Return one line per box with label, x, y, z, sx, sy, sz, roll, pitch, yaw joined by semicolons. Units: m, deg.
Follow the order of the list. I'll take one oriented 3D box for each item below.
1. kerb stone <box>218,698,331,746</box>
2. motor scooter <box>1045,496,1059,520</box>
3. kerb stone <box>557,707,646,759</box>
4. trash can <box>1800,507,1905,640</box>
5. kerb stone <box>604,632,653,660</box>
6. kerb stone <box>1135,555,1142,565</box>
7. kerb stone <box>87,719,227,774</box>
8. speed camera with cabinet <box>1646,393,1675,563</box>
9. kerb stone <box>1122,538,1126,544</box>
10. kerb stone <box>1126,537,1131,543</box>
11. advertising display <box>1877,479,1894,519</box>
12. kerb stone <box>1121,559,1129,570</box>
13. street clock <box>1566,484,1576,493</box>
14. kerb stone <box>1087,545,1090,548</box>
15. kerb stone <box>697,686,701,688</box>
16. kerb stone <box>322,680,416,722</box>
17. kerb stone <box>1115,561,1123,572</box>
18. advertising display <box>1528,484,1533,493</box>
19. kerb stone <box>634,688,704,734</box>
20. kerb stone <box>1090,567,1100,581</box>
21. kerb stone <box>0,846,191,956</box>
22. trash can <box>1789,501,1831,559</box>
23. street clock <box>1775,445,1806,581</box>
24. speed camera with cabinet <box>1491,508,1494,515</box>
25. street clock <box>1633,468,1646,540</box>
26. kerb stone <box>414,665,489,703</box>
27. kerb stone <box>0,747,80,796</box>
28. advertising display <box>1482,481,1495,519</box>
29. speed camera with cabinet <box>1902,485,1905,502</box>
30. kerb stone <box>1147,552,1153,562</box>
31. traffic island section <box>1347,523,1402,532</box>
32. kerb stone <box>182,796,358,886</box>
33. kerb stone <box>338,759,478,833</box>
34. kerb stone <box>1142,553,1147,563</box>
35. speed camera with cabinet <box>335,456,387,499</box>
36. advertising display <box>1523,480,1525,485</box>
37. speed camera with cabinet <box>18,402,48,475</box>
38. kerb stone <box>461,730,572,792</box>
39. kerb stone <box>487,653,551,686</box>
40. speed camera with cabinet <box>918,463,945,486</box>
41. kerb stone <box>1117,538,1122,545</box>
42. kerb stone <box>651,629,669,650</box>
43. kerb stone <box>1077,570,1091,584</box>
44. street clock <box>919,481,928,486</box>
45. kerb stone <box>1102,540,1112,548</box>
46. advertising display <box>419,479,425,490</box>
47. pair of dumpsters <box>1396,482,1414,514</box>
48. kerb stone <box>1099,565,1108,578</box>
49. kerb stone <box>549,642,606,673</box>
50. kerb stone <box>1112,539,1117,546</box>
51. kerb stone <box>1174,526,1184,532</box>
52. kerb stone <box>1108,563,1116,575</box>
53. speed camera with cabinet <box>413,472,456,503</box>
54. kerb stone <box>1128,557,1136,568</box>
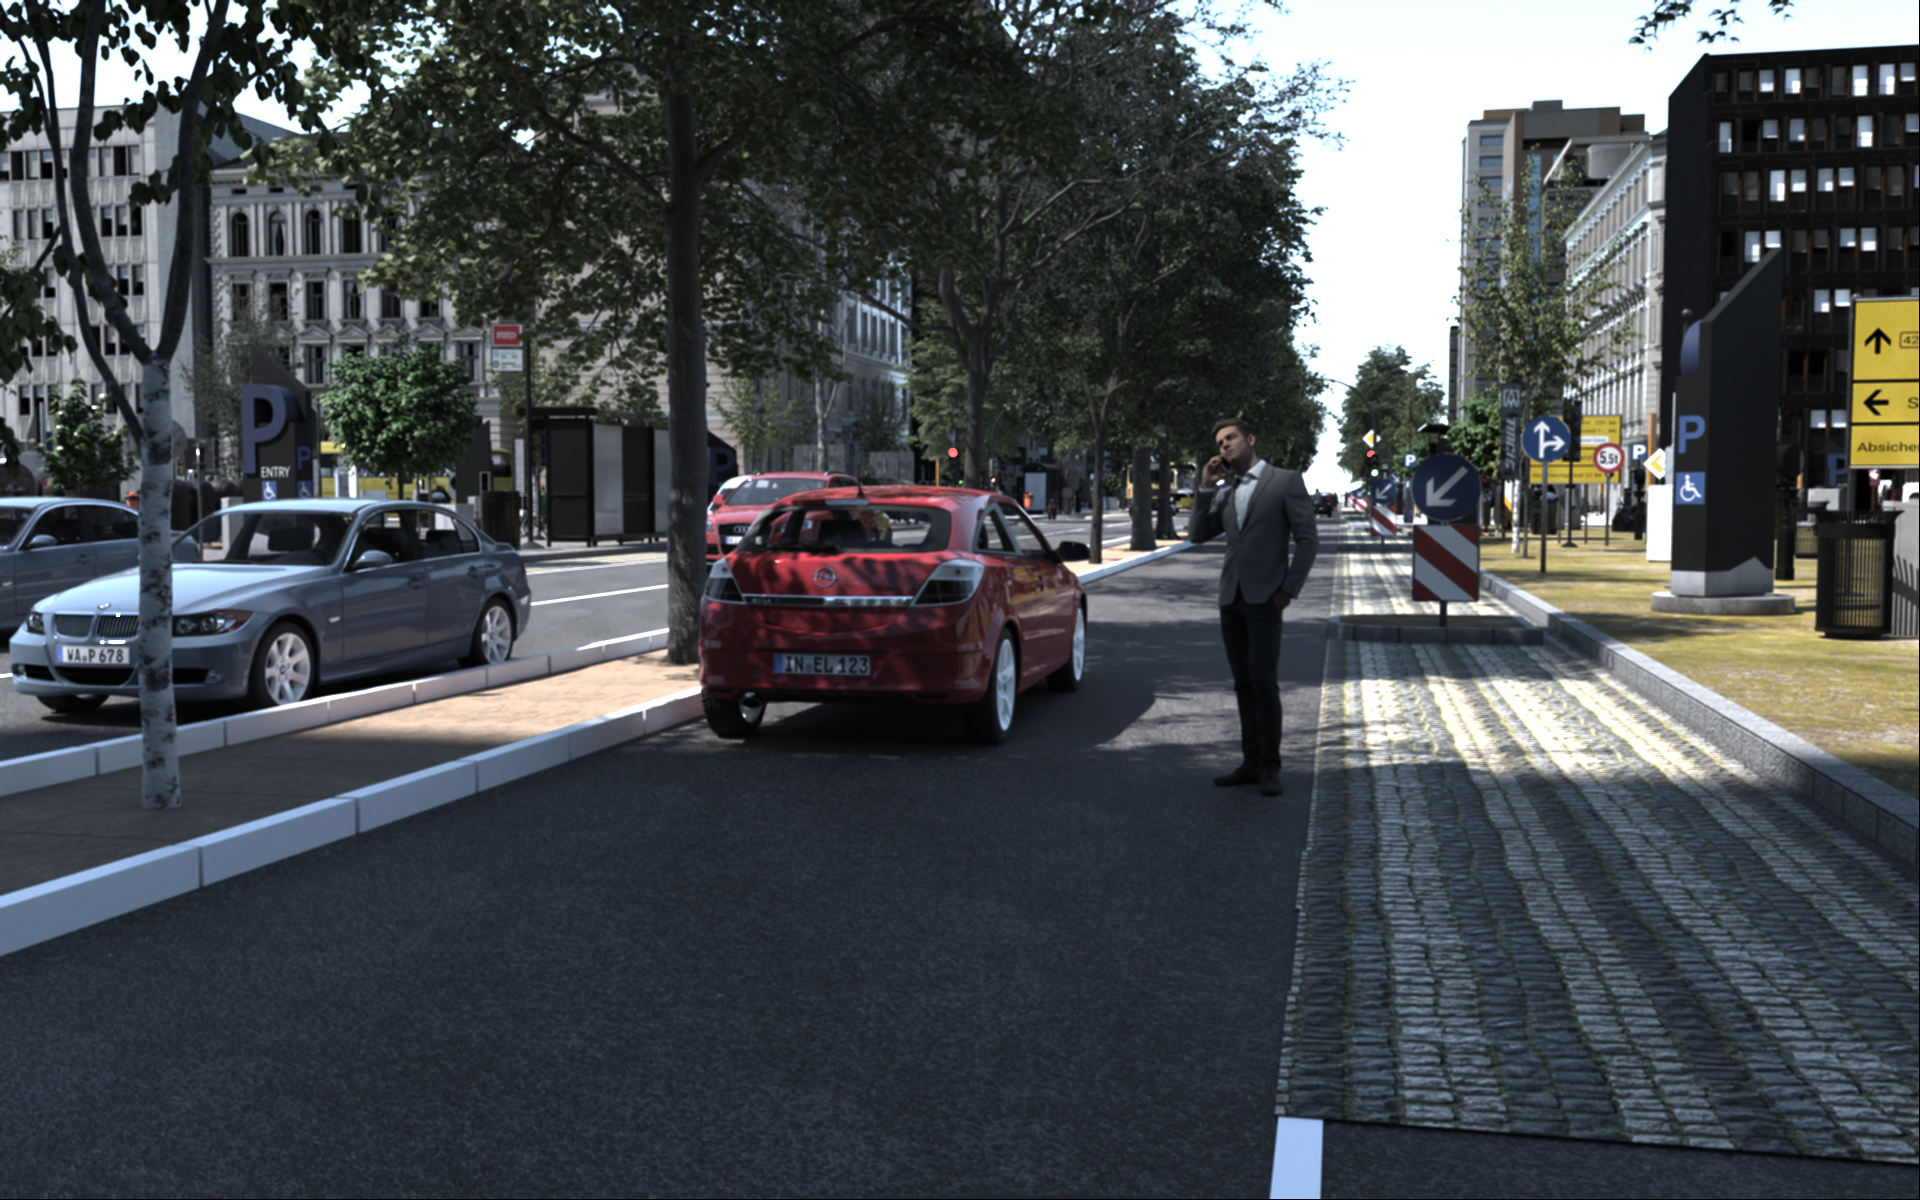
kerb stone;-4.093;0.728;10.288;0.120;0.150;1.000;1;4;12
motor scooter;5.148;-5.107;96.273;0.815;1.314;1.986;1;4;12
kerb stone;-2.049;0.757;9.825;0.120;0.150;1.000;1;4;12
trash can;7.941;-0.227;15.369;0.748;1.137;0.748;0;3;0
kerb stone;-2.986;0.423;15.279;0.120;0.150;1.000;1;4;12
kerb stone;3.491;-0.773;34.840;0.120;0.150;1.000;1;4;12
kerb stone;-4.317;0.789;9.290;0.120;0.150;1.000;1;4;12
speed camera with cabinet;13.712;-2.374;33.155;0.660;3.252;2.038;2;4;34
kerb stone;4.545;-1.659;49.315;0.120;0.150;1.000;1;4;12
kerb stone;4.777;-1.719;50.319;0.120;0.150;1.000;1;4;12
advertising display;40.143;-4.276;75.130;0.123;1.923;0.974;0;4;-5
kerb stone;3.043;-0.651;32.844;0.120;0.150;1.000;1;4;12
street clock;28.207;-4.616;80.043;0.471;2.002;0.358;0;4;-4
kerb stone;3.443;-1.352;44.308;0.120;0.150;1.000;1;4;12
kerb stone;-1.608;0.634;11.823;0.120;0.150;1.000;1;4;12
kerb stone;-3.881;0.667;11.288;0.120;0.150;1.000;1;4;12
kerb stone;2.828;-0.585;31.841;0.120;0.150;1.000;1;4;12
advertising display;35.830;-6.397;109.799;0.974;1.923;0.123;-1;4;-11
kerb stone;-1.826;0.696;10.824;0.120;0.150;1.000;1;4;12
kerb stone;2.161;-0.406;28.834;0.120;0.150;1.000;1;4;12
kerb stone;-2.935;1.001;5.824;0.120;0.150;1.000;1;4;12
trash can;16.881;-1.394;34.447;0.748;1.137;0.748;0;3;0
street clock;12.257;-1.292;25.688;0.471;2.002;0.358;-1;4;-23
speed camera with cabinet;30.076;-6.352;98.185;2.038;3.252;0.660;0;4;-6
street clock;18.947;-2.675;48.310;0.358;2.002;0.471;1;4;11
kerb stone;-3.656;0.607;12.286;0.120;0.150;1.000;1;4;12
kerb stone;-4.544;0.850;8.293;0.120;0.150;1.000;1;4;12
advertising display;26.886;-5.080;88.271;0.123;1.923;0.974;-2;4;-27
speed camera with cabinet;14.642;-1.871;24.926;0.660;3.252;2.038;-1;4;-21
kerb stone;3.939;-0.895;36.834;0.120;0.150;1.000;1;4;12
traffic island section;16.203;-2.782;67.759;2.009;0.180;2.903;1;4;12
kerb stone;-2.714;0.944;6.823;0.120;0.150;1.000;1;4;12
kerb stone;-2.487;0.879;7.819;0.120;0.150;1.000;1;4;12
kerb stone;3.712;-0.833;35.838;0.120;0.150;1.000;1;4;12
speed camera with cabinet;-25.715;-4.894;74.355;2.038;3.252;0.660;-2;4;-34
advertising display;25.380;-4.478;78.432;0.123;1.923;0.974;2;4;30
speed camera with cabinet;-20.068;-2.672;38.031;0.660;3.252;2.038;-1;4;-11
kerb stone;-2.266;0.818;8.826;0.120;0.150;1.000;1;4;12
kerb stone;-3.438;0.545;13.285;0.120;0.150;1.000;1;4;12
speed camera with cabinet;-1.865;-7.641;119.271;2.038;3.252;0.660;1;4;12
kerb stone;4.326;-1.596;48.313;0.120;0.150;1.000;1;4;12
kerb stone;-2.768;0.362;16.281;0.120;0.150;1.000;1;4;12
kerb stone;1.937;-0.344;27.833;0.120;0.150;1.000;1;4;12
street clock;-2.055;-5.695;97.688;0.471;2.002;0.358;-2;4;-31
kerb stone;3.882;-1.475;46.317;0.120;0.150;1.000;1;4;12
advertising display;-22.911;-4.184;73.626;0.123;1.923;0.974;-2;4;-28
pair of dumpsters;28.435;-6.638;111.019;1.574;2.255;4.437;1;4;12
kerb stone;2.377;-0.467;29.833;0.120;0.150;1.000;1;4;12
kerb stone;-3.205;0.484;14.281;0.120;0.150;1.000;1;4;12
kerb stone;4.103;-1.536;47.315;0.120;0.150;1.000;1;4;12
kerb stone;8.536;-2.761;67.331;0.120;0.150;1.000;1;4;12
kerb stone;2.606;-0.529;30.837;0.120;0.150;1.000;1;4;12
speed camera with cabinet;-20.650;-4.557;68.843;2.038;3.252;0.660;0;4;-7
kerb stone;3.263;-0.712;33.843;0.120;0.150;1.000;1;4;12
